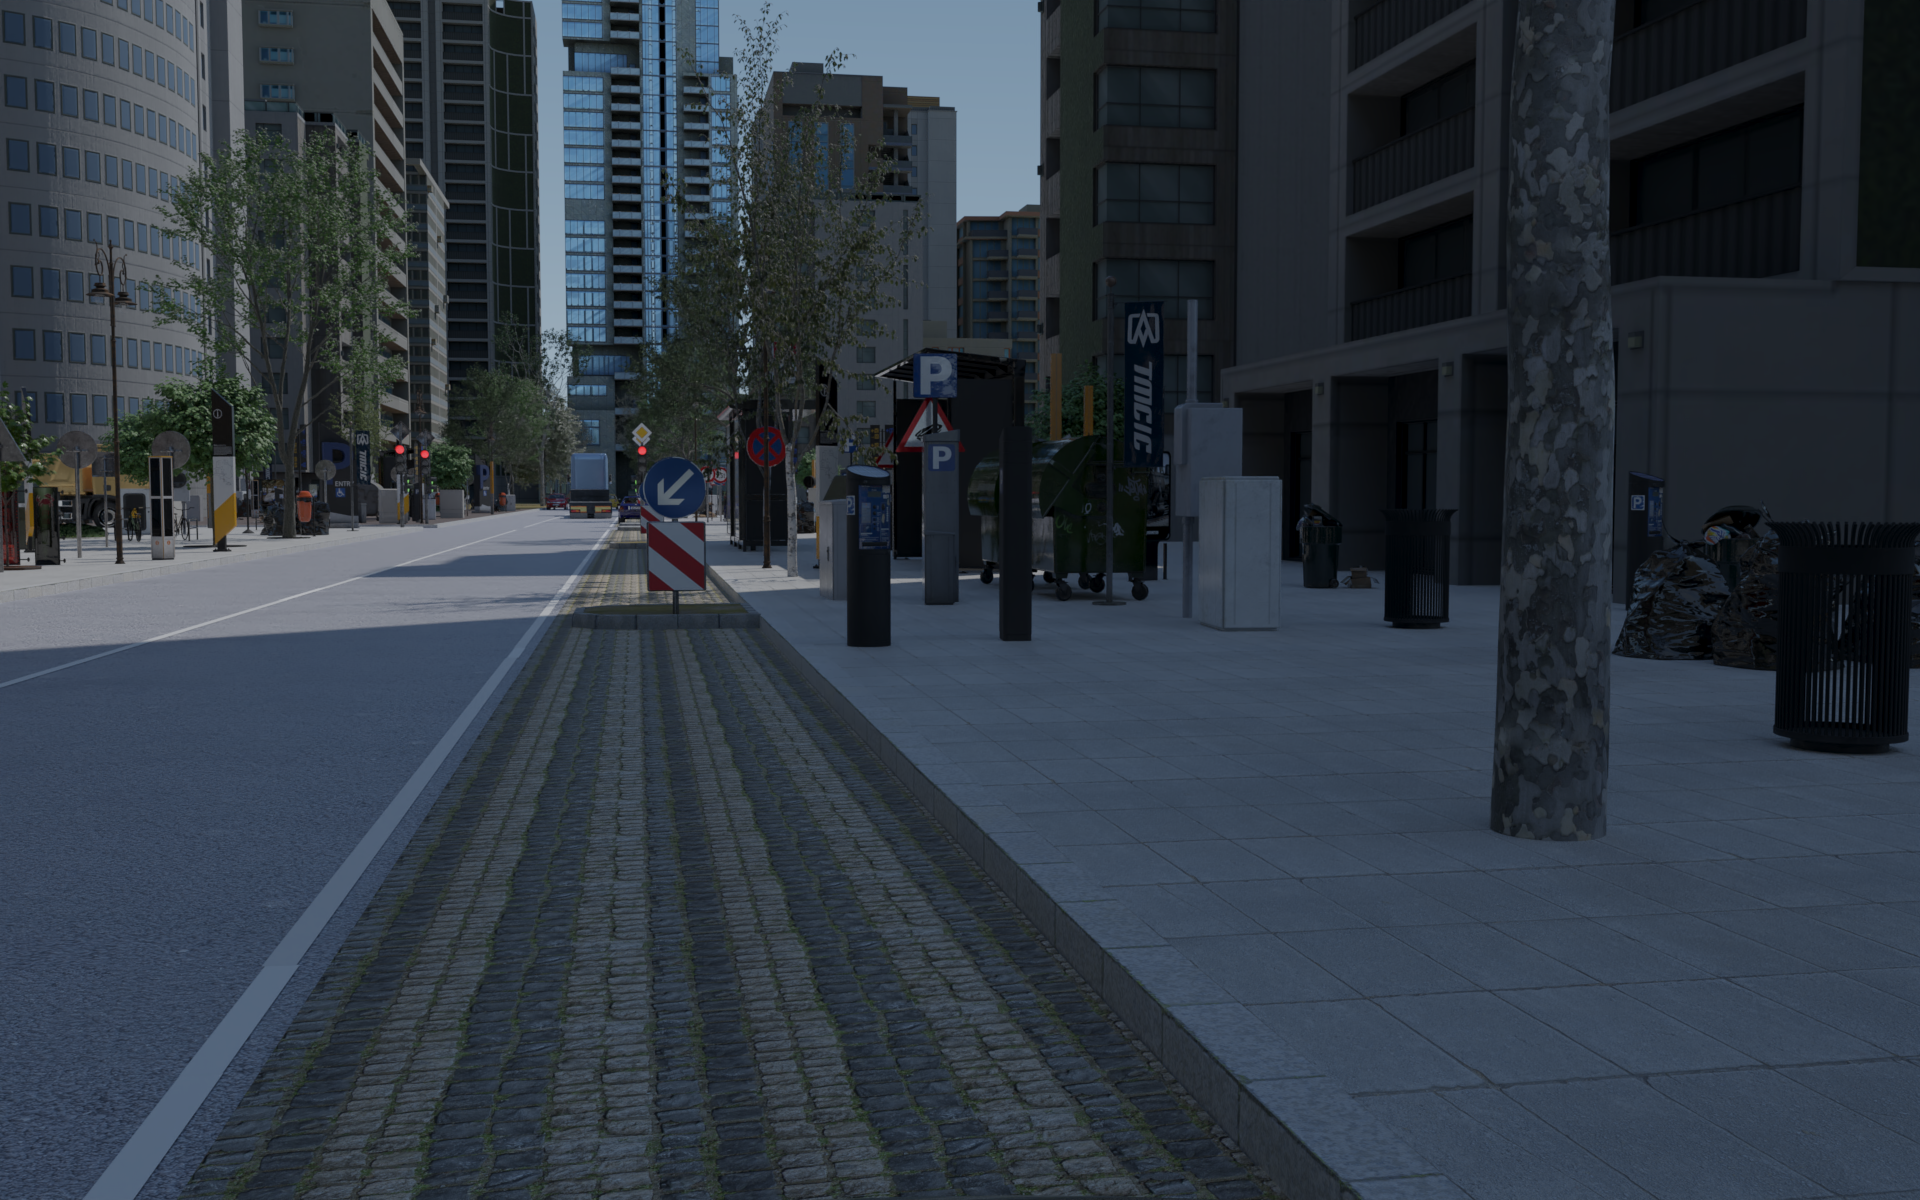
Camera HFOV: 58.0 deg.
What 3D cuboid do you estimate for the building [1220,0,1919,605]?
[{"bbox_3d":[17.034,-35.812,23.776,20.563,71.187,20.611,-1,4,-11],"label":"building"}]

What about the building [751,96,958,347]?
[{"bbox_3d":[-16.170,-43.770,257.644,28.212,58.520,21.231,-1,4,-11],"label":"building"}]

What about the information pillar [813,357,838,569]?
[{"bbox_3d":[-2.305,-2.355,29.858,0.183,3.616,0.504,3,4,38],"label":"information pillar"}]

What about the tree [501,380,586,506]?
[{"bbox_3d":[-46.479,-17.462,192.154,9.857,13.997,8.962,0,3,0],"label":"tree"}]

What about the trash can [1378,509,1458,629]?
[{"bbox_3d":[4.394,-0.305,16.647,0.748,1.137,0.748,0,3,0],"label":"trash can"}]

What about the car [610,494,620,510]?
[{"bbox_3d":[-32.460,-9.174,160.223,2.015,1.641,3.980,-1,4,-10],"label":"car"}]

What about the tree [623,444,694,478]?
[{"bbox_3d":[-36.650,-18.143,213.641,9.611,12.733,9.660,0,3,0],"label":"tree"}]

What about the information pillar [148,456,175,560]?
[{"bbox_3d":[-15.511,-1.783,33.650,0.304,2.012,0.304,1,4,17],"label":"information pillar"}]

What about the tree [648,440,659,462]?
[{"bbox_3d":[-20.025,-10.522,122.401,4.360,8.622,3.978,0,3,0],"label":"tree"}]

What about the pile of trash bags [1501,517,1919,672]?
[{"bbox_3d":[5.748,-0.213,13.228,3.447,1.369,1.912,-1,4,-13],"label":"pile of trash bags"}]

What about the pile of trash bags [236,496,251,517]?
[{"bbox_3d":[-40.223,-5.278,96.048,1.912,1.369,3.447,1,4,10],"label":"pile of trash bags"}]

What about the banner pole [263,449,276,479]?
[{"bbox_3d":[-38.051,-6.461,95.652,0.863,3.779,0.401,-2,4,-30],"label":"banner pole"}]

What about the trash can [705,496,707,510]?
[{"bbox_3d":[-17.477,-6.508,118.052,0.748,1.137,0.748,0,3,0],"label":"trash can"}]

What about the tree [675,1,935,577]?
[{"bbox_3d":[-2.544,-4.649,26.381,4.360,8.622,3.978,0,3,0],"label":"tree"}]

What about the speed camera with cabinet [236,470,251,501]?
[{"bbox_3d":[-43.071,-6.712,104.071,0.660,3.252,2.038,0,4,-4],"label":"speed camera with cabinet"}]

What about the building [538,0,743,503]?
[{"bbox_3d":[-45.391,-57.451,251.990,31.000,86.520,22.319,-1,4,-11],"label":"building"}]

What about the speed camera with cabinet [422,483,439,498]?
[{"bbox_3d":[-43.587,-9.014,141.707,2.038,3.252,0.660,0,4,2],"label":"speed camera with cabinet"}]

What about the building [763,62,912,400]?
[{"bbox_3d":[-13.095,-32.519,181.790,14.600,45.320,14.200,-1,4,-11],"label":"building"}]

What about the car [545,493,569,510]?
[{"bbox_3d":[-36.580,-9.067,157.282,2.155,1.783,4.494,-1,4,-10],"label":"car"}]

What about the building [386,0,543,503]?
[{"bbox_3d":[-70.874,-49.461,246.939,20.611,71.187,20.563,-1,4,-11],"label":"building"}]

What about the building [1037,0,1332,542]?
[{"bbox_3d":[9.418,-17.227,53.366,14.160,30.474,14.107,-1,4,-11],"label":"building"}]

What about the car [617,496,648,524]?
[{"bbox_3d":[-15.827,-4.418,84.813,1.945,1.354,3.894,-1,4,-9],"label":"car"}]

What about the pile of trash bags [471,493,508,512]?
[{"bbox_3d":[-33.928,-7.141,126.502,1.912,1.369,3.447,-3,4,-36],"label":"pile of trash bags"}]

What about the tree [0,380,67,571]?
[{"bbox_3d":[-16.050,-2.127,29.371,1.663,3.219,1.824,0,3,0],"label":"tree"}]

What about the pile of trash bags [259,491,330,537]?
[{"bbox_3d":[-20.411,-2.670,53.413,1.912,1.369,3.447,-2,4,-29],"label":"pile of trash bags"}]

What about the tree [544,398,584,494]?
[{"bbox_3d":[-50.369,-18.853,218.611,12.009,13.543,11.850,0,3,0],"label":"tree"}]

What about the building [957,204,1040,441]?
[{"bbox_3d":[12.055,-37.308,264.613,28.867,44.769,22.147,-1,4,-11],"label":"building"}]

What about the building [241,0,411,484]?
[{"bbox_3d":[-61.557,-32.425,153.854,21.300,48.544,21.600,-1,4,-11],"label":"building"}]

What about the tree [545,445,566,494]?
[{"bbox_3d":[-47.765,-15.385,201.908,4.360,8.622,3.978,0,3,0],"label":"tree"}]

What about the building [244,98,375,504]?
[{"bbox_3d":[-52.603,-21.933,130.301,14.160,30.474,14.107,-1,4,-11],"label":"building"}]

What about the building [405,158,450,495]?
[{"bbox_3d":[-69.603,-30.581,191.885,23.993,40.220,32.217,-1,4,-11],"label":"building"}]

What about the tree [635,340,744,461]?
[{"bbox_3d":[-17.913,-11.566,114.860,9.928,11.665,9.643,0,3,0],"label":"tree"}]

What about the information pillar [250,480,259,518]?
[{"bbox_3d":[-37.083,-5.295,91.068,0.304,2.012,0.304,-3,5,-43],"label":"information pillar"}]

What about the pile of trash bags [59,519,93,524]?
[{"bbox_3d":[-39.259,-3.976,74.762,3.447,1.369,1.912,1,4,10],"label":"pile of trash bags"}]

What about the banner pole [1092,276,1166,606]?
[{"bbox_3d":[1.949,-1.828,19.903,0.863,3.779,0.401,1,4,20],"label":"banner pole"}]

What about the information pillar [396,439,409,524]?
[{"bbox_3d":[-23.695,-5.030,73.590,0.504,3.616,0.183,-3,5,-39],"label":"information pillar"}]

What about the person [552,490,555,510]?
[{"bbox_3d":[-37.585,-9.278,160.175,0.705,1.826,1.348,0,4,-8],"label":"person"}]

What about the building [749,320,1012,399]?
[{"bbox_3d":[-10.442,-22.009,204.894,27.650,21.520,28.899,-1,4,-11],"label":"building"}]

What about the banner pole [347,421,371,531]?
[{"bbox_3d":[-20.777,-4.271,59.841,0.863,3.779,0.401,-1,4,-20],"label":"banner pole"}]

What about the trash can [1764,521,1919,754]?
[{"bbox_3d":[4.448,0.179,8.726,0.748,1.137,0.748,0,3,0],"label":"trash can"}]

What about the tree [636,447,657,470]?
[{"bbox_3d":[-29.316,-13.371,168.979,4.737,8.622,4.395,0,3,0],"label":"tree"}]

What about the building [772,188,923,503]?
[{"bbox_3d":[-11.432,-24.244,168.097,14.160,30.474,14.107,-1,4,-11],"label":"building"}]

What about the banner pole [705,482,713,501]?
[{"bbox_3d":[-19.643,-8.873,135.087,0.863,3.779,0.401,-2,4,-27],"label":"banner pole"}]

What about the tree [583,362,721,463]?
[{"bbox_3d":[-26.048,-14.873,153.546,12.009,13.543,11.850,0,3,0],"label":"tree"}]

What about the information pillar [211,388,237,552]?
[{"bbox_3d":[-16.351,-2.881,38.457,0.504,3.616,0.183,0,4,6],"label":"information pillar"}]

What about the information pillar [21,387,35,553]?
[{"bbox_3d":[-20.347,-2.841,37.807,0.183,3.616,0.504,-3,4,-38],"label":"information pillar"}]

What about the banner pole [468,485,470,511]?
[{"bbox_3d":[-37.481,-8.667,131.715,0.401,3.779,0.863,-3,5,-43],"label":"banner pole"}]

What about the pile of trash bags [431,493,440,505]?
[{"bbox_3d":[-40.171,-7.411,130.927,3.447,1.369,1.912,3,5,41],"label":"pile of trash bags"}]

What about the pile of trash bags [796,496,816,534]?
[{"bbox_3d":[-5.655,-2.835,56.109,1.912,1.369,3.447,0,4,6],"label":"pile of trash bags"}]

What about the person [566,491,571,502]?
[{"bbox_3d":[-43.330,-11.265,192.689,1.348,1.823,0.705,1,4,10],"label":"person"}]

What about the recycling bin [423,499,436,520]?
[{"bbox_3d":[-26.591,-4.507,86.237,0.722,1.027,0.722,-3,5,-42],"label":"recycling bin"}]

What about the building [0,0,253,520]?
[{"bbox_3d":[-52.571,-33.673,92.553,21.231,58.520,28.212,-1,4,-11],"label":"building"}]
